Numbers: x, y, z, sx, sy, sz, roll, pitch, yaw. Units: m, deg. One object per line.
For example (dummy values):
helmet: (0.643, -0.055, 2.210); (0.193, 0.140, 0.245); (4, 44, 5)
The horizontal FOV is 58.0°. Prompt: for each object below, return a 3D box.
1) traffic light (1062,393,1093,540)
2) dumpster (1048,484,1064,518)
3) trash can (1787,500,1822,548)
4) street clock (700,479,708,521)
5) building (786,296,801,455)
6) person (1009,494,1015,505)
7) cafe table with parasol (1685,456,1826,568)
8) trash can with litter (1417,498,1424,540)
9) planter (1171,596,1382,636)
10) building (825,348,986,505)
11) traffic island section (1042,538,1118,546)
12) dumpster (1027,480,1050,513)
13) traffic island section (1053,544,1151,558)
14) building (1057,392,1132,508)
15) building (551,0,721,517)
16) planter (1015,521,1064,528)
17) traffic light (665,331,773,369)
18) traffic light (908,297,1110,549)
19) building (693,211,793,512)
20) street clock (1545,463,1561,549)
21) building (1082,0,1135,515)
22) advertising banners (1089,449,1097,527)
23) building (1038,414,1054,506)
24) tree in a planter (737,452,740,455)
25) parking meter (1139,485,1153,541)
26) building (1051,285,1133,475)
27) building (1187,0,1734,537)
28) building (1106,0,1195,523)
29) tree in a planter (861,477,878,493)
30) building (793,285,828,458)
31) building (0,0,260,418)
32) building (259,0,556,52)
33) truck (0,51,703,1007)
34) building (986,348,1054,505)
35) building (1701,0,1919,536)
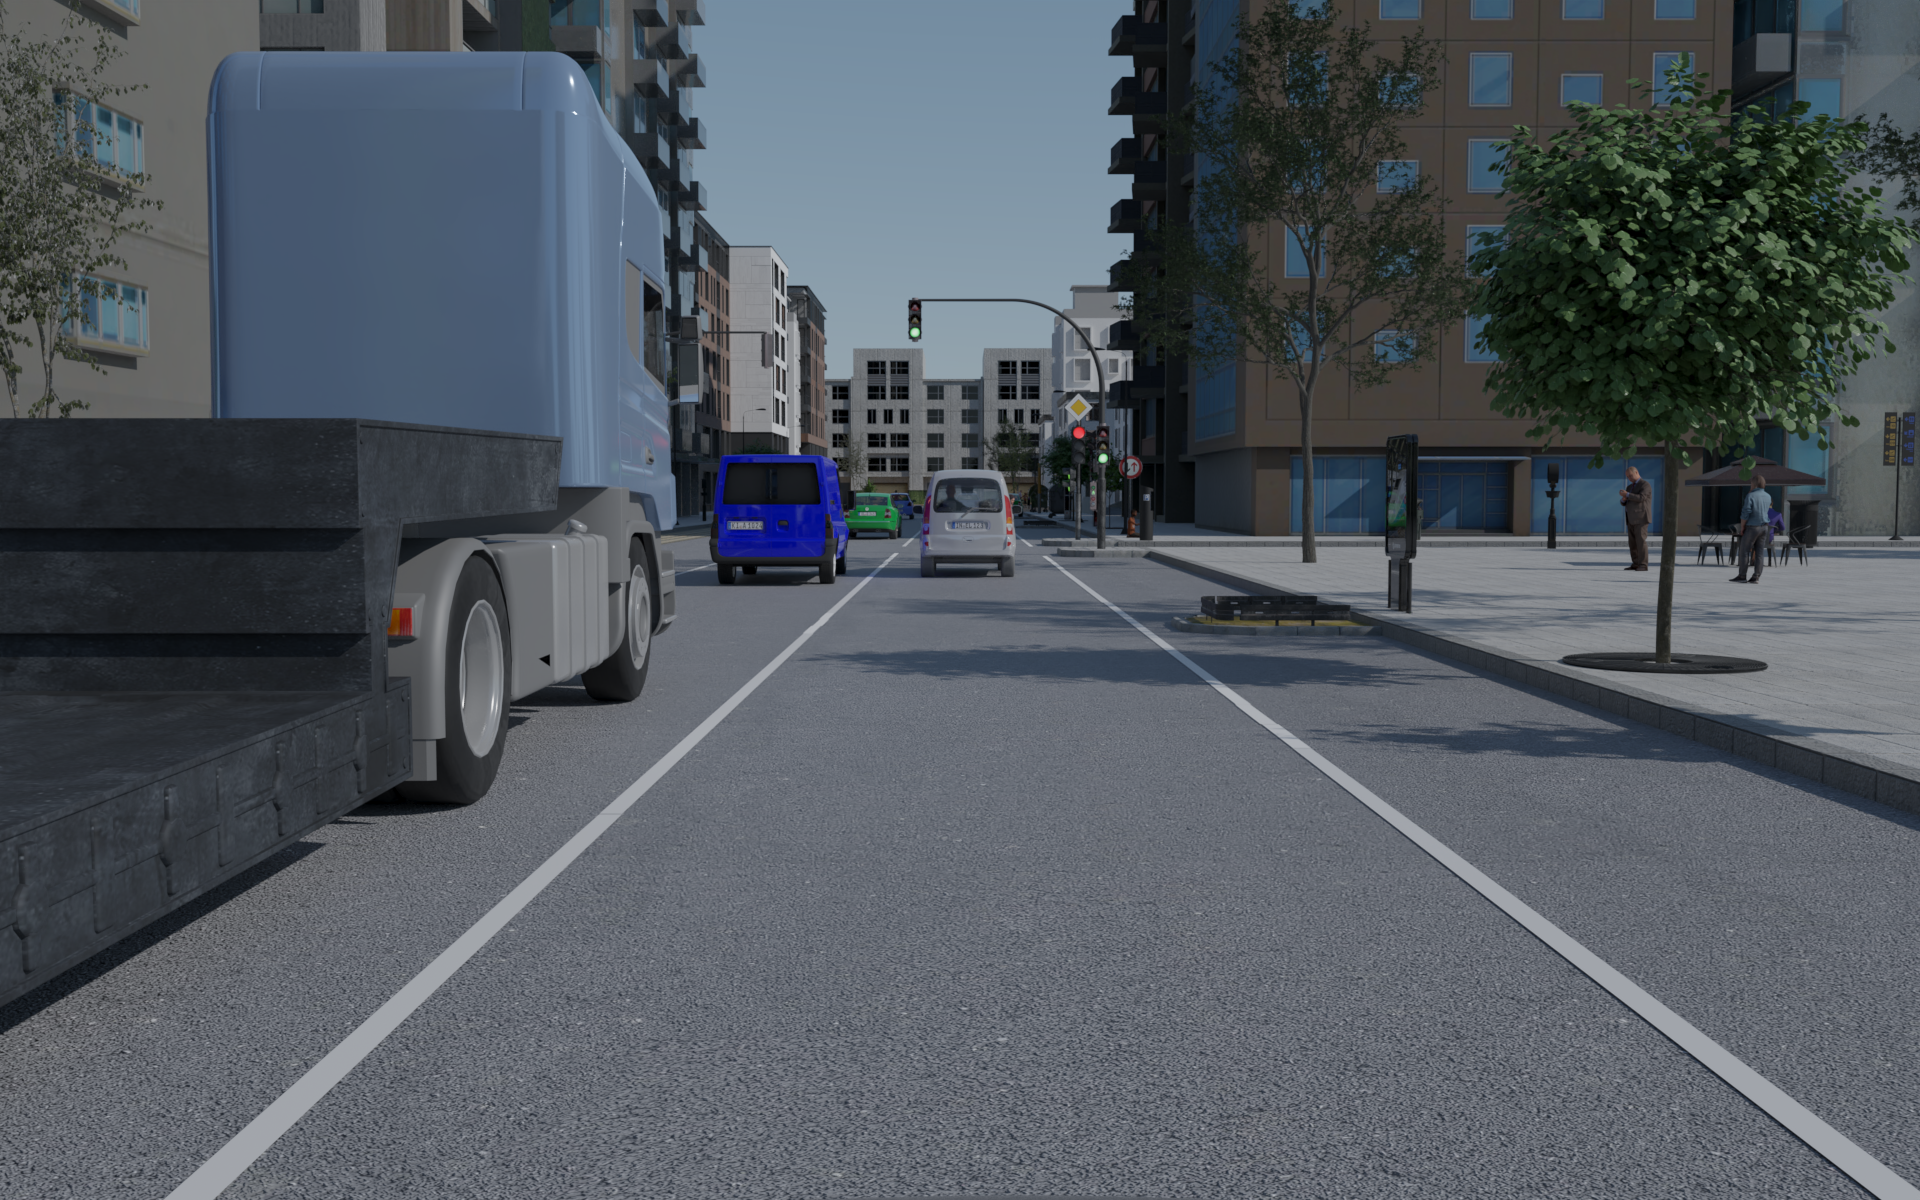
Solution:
traffic light: (3.283, -3.637, 48.382); (0.839, 4.253, 0.868); (0, 3, 0)
dumpster: (5.306, -5.264, 91.824); (1.264, 1.857, 1.865); (0, 4, 0)
trash can: (19.970, -1.795, 41.004); (0.748, 1.137, 0.748); (0, 3, 0)
street clock: (-12.062, -4.716, 81.677); (0.358, 2.002, 0.471); (-1, 4, -9)
building: (-23.031, -18.770, 163.309); (16.016, 20.091, 11.380); (0, 3, 0)
person: (1.111, -2.067, 45.532); (0.697, 1.427, 0.421); (2, 4, 26)
cafe table with parasol: (14.108, -1.589, 30.843); (2.610, 1.966, 2.610); (-1, 4, -23)
trash can with litter: (12.343, -2.241, 48.032); (0.624, 1.170, 1.055); (-2, 4, -31)
planter: (3.295, 0.161, 18.516); (1.991, 0.319, 1.994); (0, 3, 0)
building: (-12.931, -21.538, 218.601); (31.486, 18.905, 16.747); (0, 3, 0)
traffic island section: (3.323, -1.603, 48.496); (2.009, 0.180, 2.903); (0, 3, 0)
dumpster: (5.491, -7.237, 120.824); (1.502, 2.255, 1.985); (0, 4, 0)
traffic island section: (3.316, -1.115, 40.511); (2.009, 0.180, 2.903); (0, 3, 0)
building: (13.276, -12.229, 142.092); (9.099, 9.664, 28.070); (0, 3, 0)
building: (-25.601, -28.818, 90.776); (23.786, 49.044, 30.456); (0, 3, 0)
planter: (3.337, -3.181, 73.154); (1.991, 0.319, 1.994); (0, 3, 0)
traffic light: (-7.626, -4.510, 48.410); (4.771, 5.953, 1.251); (0, 3, 0)
traffic light: (1.184, -4.012, 40.257); (4.771, 5.953, 1.251); (0, 3, 0)
building: (-29.427, -18.138, 140.530); (27.936, 21.610, 32.646); (0, 3, 0)
street clock: (13.890, -2.204, 40.604); (0.358, 2.002, 0.471); (1, 4, 14)
building: (24.423, -25.604, 110.512); (32.217, 40.220, 23.993); (0, 3, 0)
advertising banners: (5.358, -4.414, 68.359); (0.090, 3.025, 2.074); (1, 4, 19)
building: (13.347, -14.690, 182.323); (9.099, 9.664, 28.070); (0, 3, 0)
tree in a planter: (-9.420, -4.651, 73.260); (1.991, 3.239, 1.994); (0, 3, 0)
parking meter: (5.133, -2.402, 47.688); (0.372, 1.533, 0.369); (0, 3, 0)
building: (16.701, -18.709, 162.313); (16.016, 20.091, 11.380); (0, 3, 0)
building: (15.611, -24.905, 57.305); (14.200, 45.320, 14.600); (0, 3, 0)
building: (18.662, -26.216, 83.260); (22.147, 44.769, 28.867); (0, 3, 0)
tree in a planter: (-9.325, -11.006, 177.166); (1.991, 3.239, 1.994); (0, 3, 0)
building: (-31.145, -20.771, 183.587); (32.646, 21.610, 27.936); (0, 3, 0)
building: (-25.755, -24.622, 26.278); (21.600, 48.544, 21.300); (0, 3, 0)
building: (-22.604, -23.010, 59.816); (14.154, 41.232, 14.086); (0, 3, 0)
truck: (-3.390, -0.921, 4.825); (2.967, 4.110, 18.799); (0, 4, 0)
building: (18.658, -21.517, 218.268); (31.486, 18.905, 16.747); (0, 3, 0)
building: (37.942, -26.998, 61.019); (30.456, 49.044, 23.786); (0, 3, 0)
